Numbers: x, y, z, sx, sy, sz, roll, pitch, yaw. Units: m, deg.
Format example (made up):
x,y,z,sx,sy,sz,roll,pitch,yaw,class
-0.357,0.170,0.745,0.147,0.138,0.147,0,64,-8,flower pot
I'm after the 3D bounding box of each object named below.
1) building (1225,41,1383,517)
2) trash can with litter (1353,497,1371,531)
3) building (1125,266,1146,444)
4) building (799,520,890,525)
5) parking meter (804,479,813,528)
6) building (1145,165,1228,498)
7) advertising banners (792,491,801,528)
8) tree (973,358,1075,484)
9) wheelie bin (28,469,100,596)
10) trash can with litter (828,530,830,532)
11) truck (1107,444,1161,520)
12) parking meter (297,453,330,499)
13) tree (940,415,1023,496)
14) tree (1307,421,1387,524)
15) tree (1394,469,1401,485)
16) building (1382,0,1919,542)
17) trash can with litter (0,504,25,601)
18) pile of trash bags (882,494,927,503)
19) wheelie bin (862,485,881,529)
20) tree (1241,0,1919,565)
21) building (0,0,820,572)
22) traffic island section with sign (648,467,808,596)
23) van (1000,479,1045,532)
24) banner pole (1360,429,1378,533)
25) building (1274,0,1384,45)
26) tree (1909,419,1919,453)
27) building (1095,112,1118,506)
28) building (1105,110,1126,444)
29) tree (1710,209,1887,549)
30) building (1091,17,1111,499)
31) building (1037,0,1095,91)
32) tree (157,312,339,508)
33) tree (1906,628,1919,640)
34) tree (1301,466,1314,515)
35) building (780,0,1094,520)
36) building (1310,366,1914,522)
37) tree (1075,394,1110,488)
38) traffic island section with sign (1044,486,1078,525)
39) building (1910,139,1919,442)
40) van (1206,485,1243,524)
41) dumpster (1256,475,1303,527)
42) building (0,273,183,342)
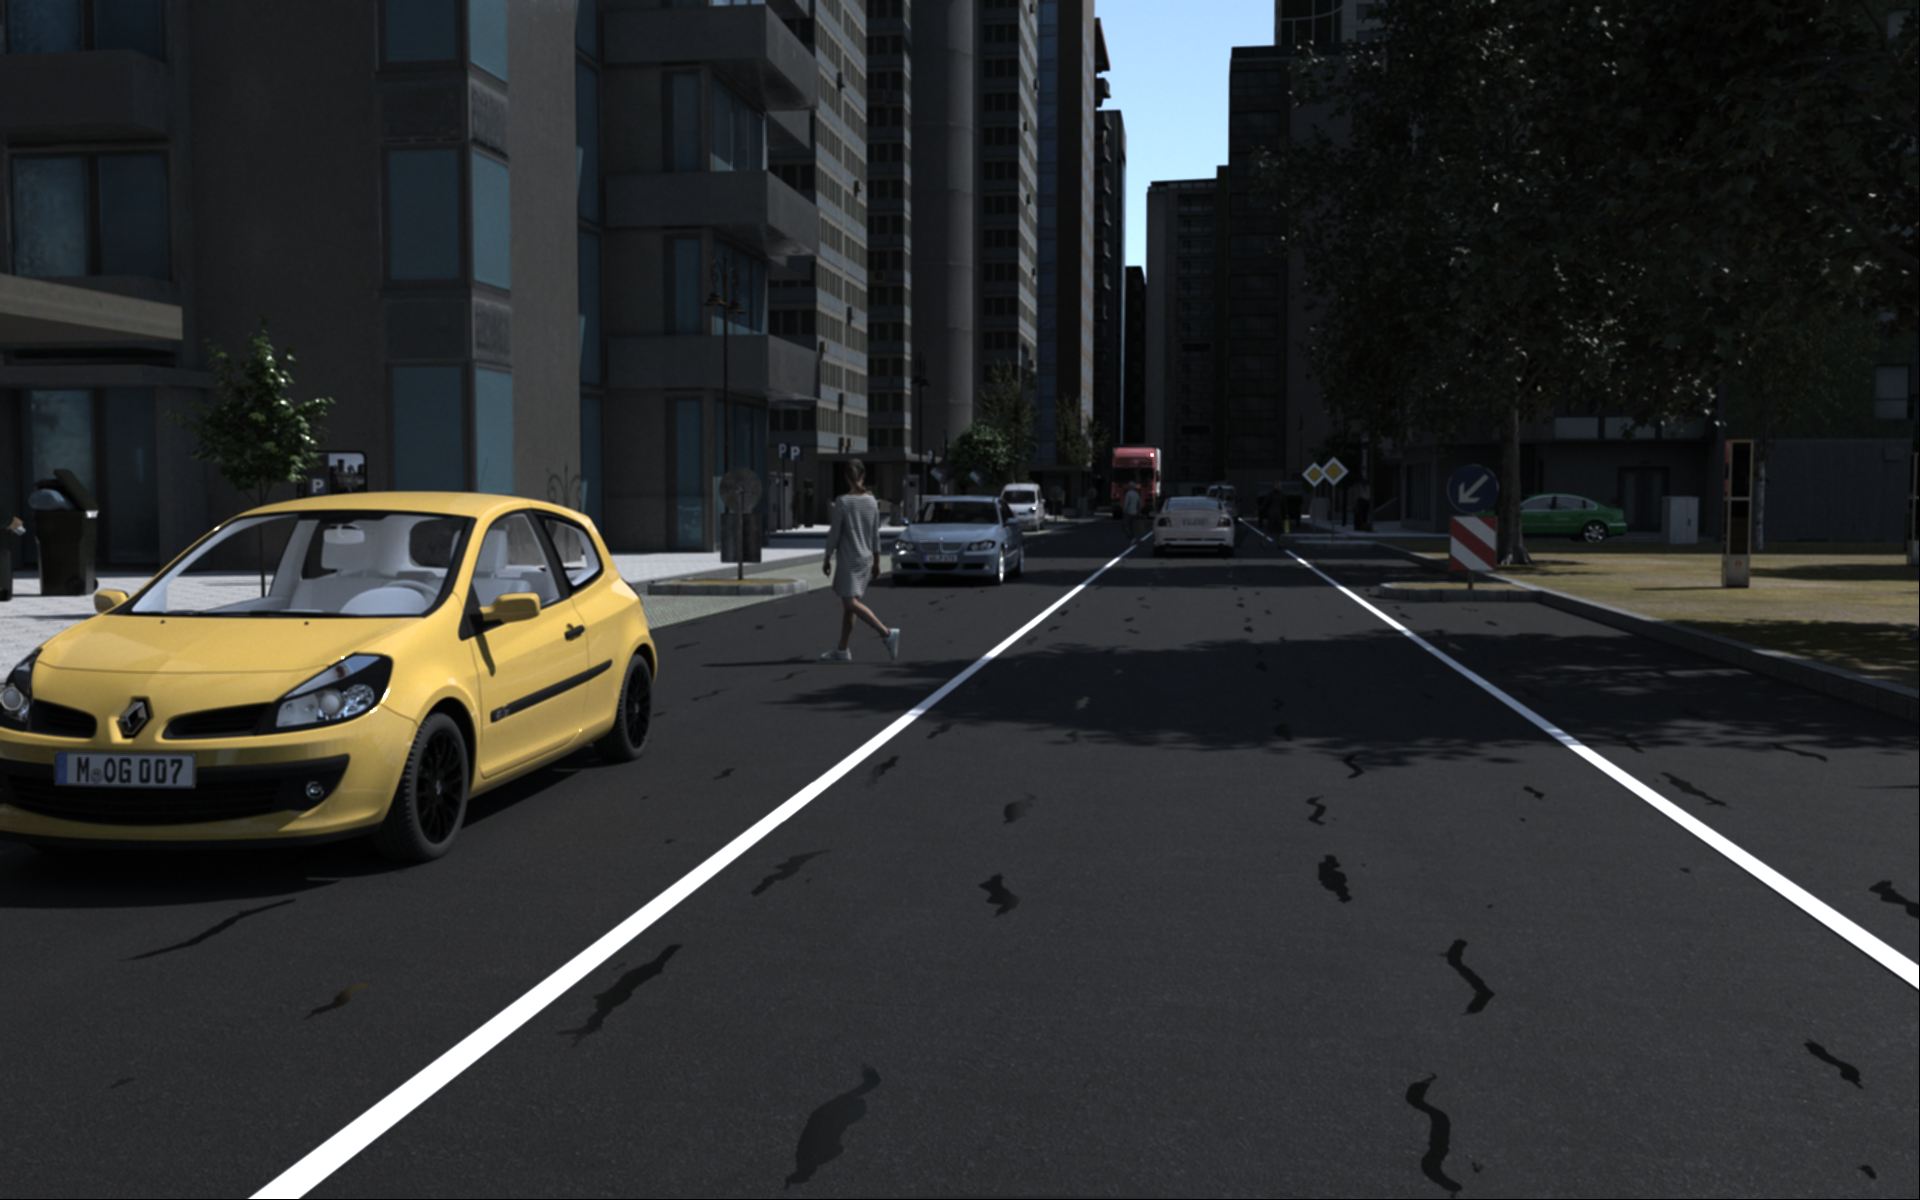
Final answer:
x,y,z,sx,sy,sz,roll,pitch,yaw,class
24.785,-20.987,114.833,14.160,30.474,14.107,0,4,8,building
14.003,-2.968,59.906,0.624,1.170,1.055,-1,4,-10,trash can with litter
16.474,-27.455,220.596,14.107,30.474,14.160,0,4,8,building
-17.444,-23.676,78.979,32.217,40.220,23.993,0,4,8,building
-5.772,-3.689,66.022,0.255,1.863,0.399,-2,4,-24,parking meter
30.430,-32.703,218.290,14.086,41.232,14.154,0,4,8,building
-6.912,-4.239,65.491,2.074,3.025,0.090,2,4,27,advertising banners
2.769,-8.696,92.549,4.737,8.622,4.395,0,3,0,tree
-11.349,-0.858,21.939,0.693,1.594,0.980,-1,4,-13,wheelie bin
-3.645,-2.908,58.607,1.678,1.210,2.233,-1,4,-12,trash can with litter
10.095,-6.733,99.002,2.839,4.237,11.283,1,4,8,truck
-9.268,-1.171,24.855,0.399,1.863,0.255,-3,5,-41,parking meter
0.988,-5.718,77.207,4.285,4.588,4.351,0,3,0,tree
16.842,-5.602,75.311,4.285,4.588,4.351,0,3,0,tree
18.090,-4.494,68.083,1.663,3.219,1.824,0,3,0,tree
21.646,-22.820,56.703,14.086,41.232,14.154,0,4,8,building
-11.489,-0.560,20.546,0.624,1.170,1.055,-1,4,-22,trash can with litter
-2.960,-5.296,96.345,3.447,1.369,1.912,-1,4,-19,pile of trash bags
-3.352,-3.370,63.011,0.980,1.594,0.693,-3,5,-43,wheelie bin
10.034,-7.005,31.542,9.611,12.733,9.660,0,3,0,tree
-19.143,-25.610,38.333,30.456,49.044,23.786,0,4,8,building
-3.283,-1.011,25.162,1.989,1.847,2.006,0,4,8,traffic island section with sign
2.315,-3.646,66.626,2.013,2.044,4.112,0,4,7,van
13.559,-4.132,57.582,0.401,3.779,0.863,-2,4,-29,banner pole
42.913,-46.017,190.623,20.563,71.187,20.611,0,4,8,building
34.961,-5.011,65.642,4.285,4.588,4.351,0,3,0,tree
9.018,-30.436,181.225,14.154,41.232,14.086,0,4,8,building
11.577,-33.579,199.124,14.200,45.320,14.600,0,4,8,building
18.833,-5.486,40.056,4.737,8.622,4.395,0,3,0,tree
2.346,-30.877,159.455,22.147,44.769,28.867,0,4,8,building
3.267,-29.816,137.607,14.600,45.320,14.200,0,4,8,building
-7.404,-1.461,18.486,1.663,3.219,1.824,0,3,0,tree
9.033,-5.983,14.825,9.611,12.733,9.660,0,3,0,tree
21.154,-6.705,104.221,1.663,3.219,1.824,0,3,0,tree
-7.939,-25.567,109.896,32.217,40.220,23.993,0,4,8,building
34.388,-24.092,85.788,32.217,40.220,23.993,0,4,8,building
8.481,-10.723,125.675,4.737,8.622,4.395,0,3,0,tree
4.493,-4.405,80.657,1.989,1.847,2.006,0,4,8,traffic island section with sign
51.477,-28.902,61.781,27.495,52.752,28.713,0,4,8,building
12.815,-4.751,84.682,2.013,2.044,4.112,1,4,9,van
13.773,-4.267,74.720,1.985,2.255,1.502,0,4,8,dumpster
-22.748,-25.361,3.884,28.713,52.752,27.495,0,4,8,building
